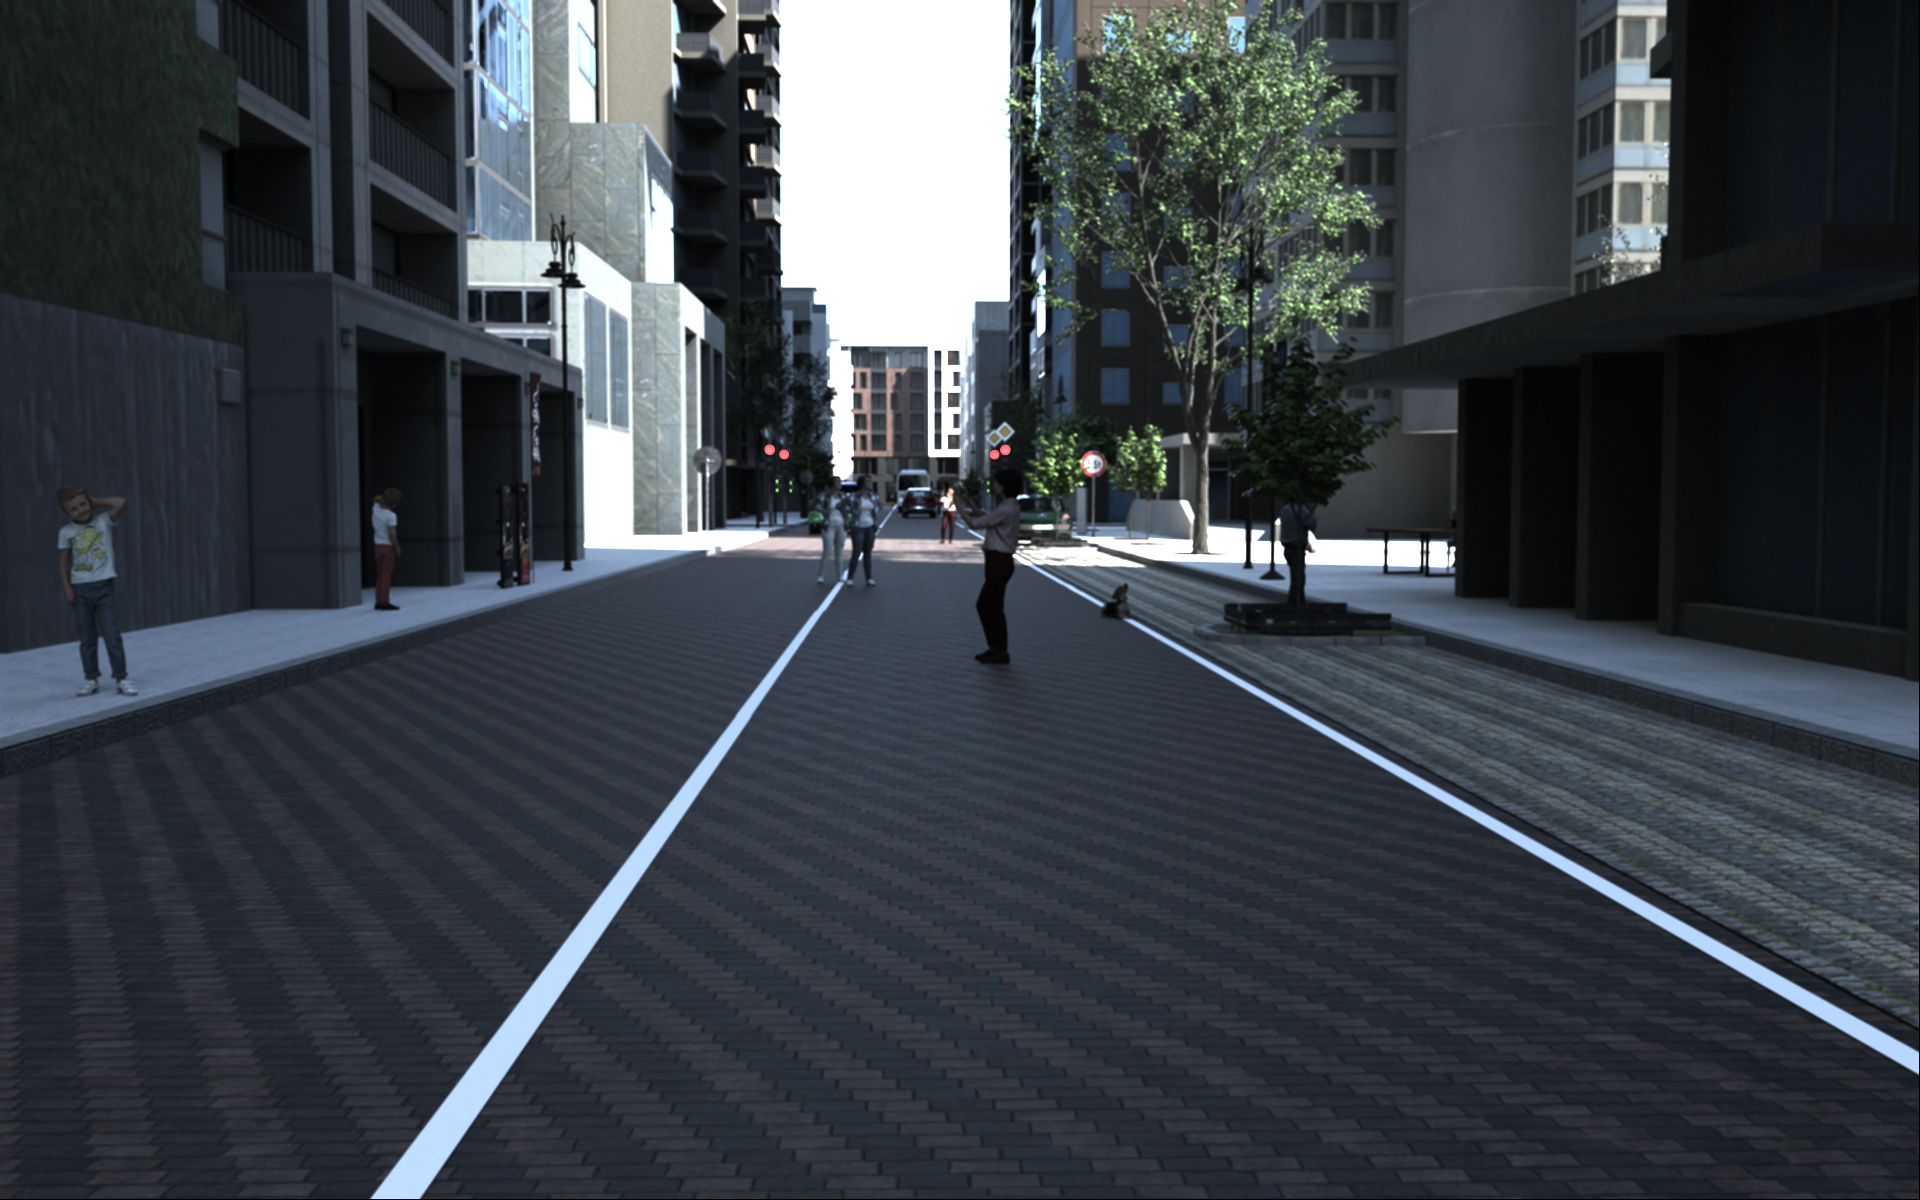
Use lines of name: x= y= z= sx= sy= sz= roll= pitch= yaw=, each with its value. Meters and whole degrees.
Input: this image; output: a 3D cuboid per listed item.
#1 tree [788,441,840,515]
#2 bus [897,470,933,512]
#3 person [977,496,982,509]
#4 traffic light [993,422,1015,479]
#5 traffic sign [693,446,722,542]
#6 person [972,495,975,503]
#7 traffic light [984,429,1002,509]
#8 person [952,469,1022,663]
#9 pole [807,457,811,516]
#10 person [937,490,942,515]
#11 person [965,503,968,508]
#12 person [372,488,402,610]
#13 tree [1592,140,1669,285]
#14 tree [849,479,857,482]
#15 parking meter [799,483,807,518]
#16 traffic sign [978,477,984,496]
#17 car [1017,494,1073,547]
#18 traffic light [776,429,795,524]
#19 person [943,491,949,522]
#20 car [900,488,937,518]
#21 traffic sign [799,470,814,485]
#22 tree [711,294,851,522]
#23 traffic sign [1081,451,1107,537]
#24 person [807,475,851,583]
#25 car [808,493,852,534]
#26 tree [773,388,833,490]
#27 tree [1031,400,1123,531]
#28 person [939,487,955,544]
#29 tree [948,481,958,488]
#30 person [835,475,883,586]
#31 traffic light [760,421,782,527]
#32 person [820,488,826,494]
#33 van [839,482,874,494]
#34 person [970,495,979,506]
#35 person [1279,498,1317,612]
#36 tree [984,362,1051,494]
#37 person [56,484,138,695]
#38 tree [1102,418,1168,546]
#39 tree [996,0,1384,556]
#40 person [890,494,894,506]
tree: x=-9.104 y=-7.549 z=107.142 sx=4.285 sy=4.588 sz=4.351 roll=0 pitch=3 yaw=0
bus: x=-3.653 y=-8.817 z=139.025 sx=2.948 sy=3.499 sz=13.247 roll=0 pitch=4 yaw=-1
person: x=1.168 y=-5.588 z=103.770 sx=0.340 sy=1.345 sz=0.435 roll=-2 pitch=4 yaw=-34
traffic light: x=1.719 y=-4.774 z=66.970 sx=0.839 sy=4.253 sz=0.868 roll=0 pitch=4 yaw=-2
traffic sign: x=-6.741 y=-2.818 z=46.179 sx=0.768 sy=2.556 sz=0.104 roll=0 pitch=4 yaw=2
person: x=1.247 y=-8.508 z=145.975 sx=0.655 sy=1.722 sz=0.431 roll=-2 pitch=4 yaw=-35
traffic light: x=1.463 y=-5.262 z=74.951 sx=0.839 sy=4.253 sz=0.868 roll=0 pitch=4 yaw=-2
person: x=0.234 y=-0.290 z=14.702 sx=0.517 sy=1.644 sz=0.566 roll=-3 pitch=4 yaw=-36
pole: x=-8.211 y=-6.137 z=94.188 sx=0.158 sy=3.312 sz=0.155 roll=0 pitch=3 yaw=0
person: x=-1.339 y=-6.766 z=119.930 sx=0.445 sy=1.727 sz=0.742 roll=-2 pitch=4 yaw=-31
person: x=0.666 y=-9.510 z=164.756 sx=0.599 sy=1.433 sz=0.991 roll=-1 pitch=4 yaw=-19
person: x=-6.356 y=-0.564 z=19.175 sx=0.435 sy=1.345 sz=0.340 roll=1 pitch=4 yaw=20
tree: x=14.941 y=-5.161 z=34.750 sx=4.360 sy=8.622 sz=3.978 roll=0 pitch=3 yaw=0
tree: x=-12.115 y=-12.520 z=199.299 sx=1.663 sy=3.219 sz=1.824 roll=0 pitch=3 yaw=0
parking meter: x=-8.251 y=-5.234 z=91.293 sx=0.399 sy=1.863 sz=0.255 roll=0 pitch=4 yaw=0
traffic sign: x=1.466 y=-7.878 z=128.916 sx=0.768 sy=2.556 sz=0.104 roll=0 pitch=4 yaw=-1
car: x=2.112 y=-2.338 z=48.021 sx=2.009 sy=1.686 sz=4.222 roll=0 pitch=4 yaw=-2
traffic light: x=-7.533 y=-5.243 z=74.648 sx=0.839 sy=4.253 sz=0.868 roll=0 pitch=4 yaw=-2
person: x=-0.714 y=-4.776 z=88.647 sx=0.319 sy=1.574 sz=0.516 roll=-1 pitch=4 yaw=-12
car: x=-2.520 y=-5.982 z=106.486 sx=2.281 sy=1.827 sz=5.304 roll=0 pitch=4 yaw=-3
traffic sign: x=-8.246 y=-5.680 z=92.980 sx=0.768 sy=2.556 sz=0.104 roll=0 pitch=4 yaw=2
tree: x=-9.252 y=-8.924 z=80.320 sx=8.767 sy=10.594 sz=7.601 roll=-1 pitch=4 yaw=-9
traffic sign: x=3.945 y=-3.125 z=51.207 sx=0.768 sy=2.556 sz=0.104 roll=0 pitch=4 yaw=-1
person: x=-2.048 y=-1.152 z=28.053 sx=0.841 sy=1.734 sz=0.376 roll=-1 pitch=4 yaw=-20
car: x=-4.568 y=-3.355 z=63.657 sx=1.959 sy=1.807 sz=4.718 roll=0 pitch=4 yaw=-1
tree: x=-10.892 y=-10.331 z=119.279 sx=4.737 sy=8.622 sz=4.395 roll=0 pitch=3 yaw=0
tree: x=4.104 y=-4.704 z=60.630 sx=4.285 sy=4.588 sz=4.351 roll=0 pitch=3 yaw=0
person: x=-0.343 y=-2.459 z=50.158 sx=0.566 sy=1.644 sz=0.517 roll=-3 pitch=4 yaw=-37
tree: x=-1.164 y=-14.249 z=227.569 sx=1.663 sy=3.219 sz=1.824 roll=0 pitch=3 yaw=0
person: x=-1.526 y=-1.094 z=27.104 sx=0.841 sy=1.734 sz=0.376 roll=-2 pitch=4 yaw=-27
traffic light: x=-7.277 y=-4.755 z=66.667 sx=0.839 sy=4.253 sz=0.868 roll=0 pitch=4 yaw=-2
person: x=-9.714 y=-7.127 z=123.382 sx=0.655 sy=1.722 sz=0.431 roll=0 pitch=4 yaw=1
van: x=-5.310 y=-5.093 z=87.657 sx=2.240 sy=2.365 sz=5.245 roll=0 pitch=4 yaw=-1
person: x=1.317 y=-8.088 z=140.237 sx=0.963 sy=1.587 sz=0.435 roll=-3 pitch=4 yaw=-38
person: x=3.828 y=-0.546 z=19.638 sx=0.429 sy=1.552 sz=0.499 roll=1 pitch=4 yaw=14
tree: x=3.533 y=-8.896 z=95.816 sx=4.737 sy=8.622 sz=4.395 roll=0 pitch=3 yaw=0
person: x=-5.505 y=-0.067 z=11.050 sx=0.435 sy=1.345 sz=0.340 roll=-2 pitch=4 yaw=-26
tree: x=4.804 y=-3.003 z=43.708 sx=1.663 sy=3.219 sz=1.824 roll=0 pitch=3 yaw=0
tree: x=4.924 y=-6.747 z=36.072 sx=9.928 sy=11.665 sz=9.643 roll=0 pitch=3 yaw=0
person: x=-7.930 y=-11.703 z=203.073 sx=0.421 sy=1.427 sz=0.697 roll=2 pitch=4 yaw=29
